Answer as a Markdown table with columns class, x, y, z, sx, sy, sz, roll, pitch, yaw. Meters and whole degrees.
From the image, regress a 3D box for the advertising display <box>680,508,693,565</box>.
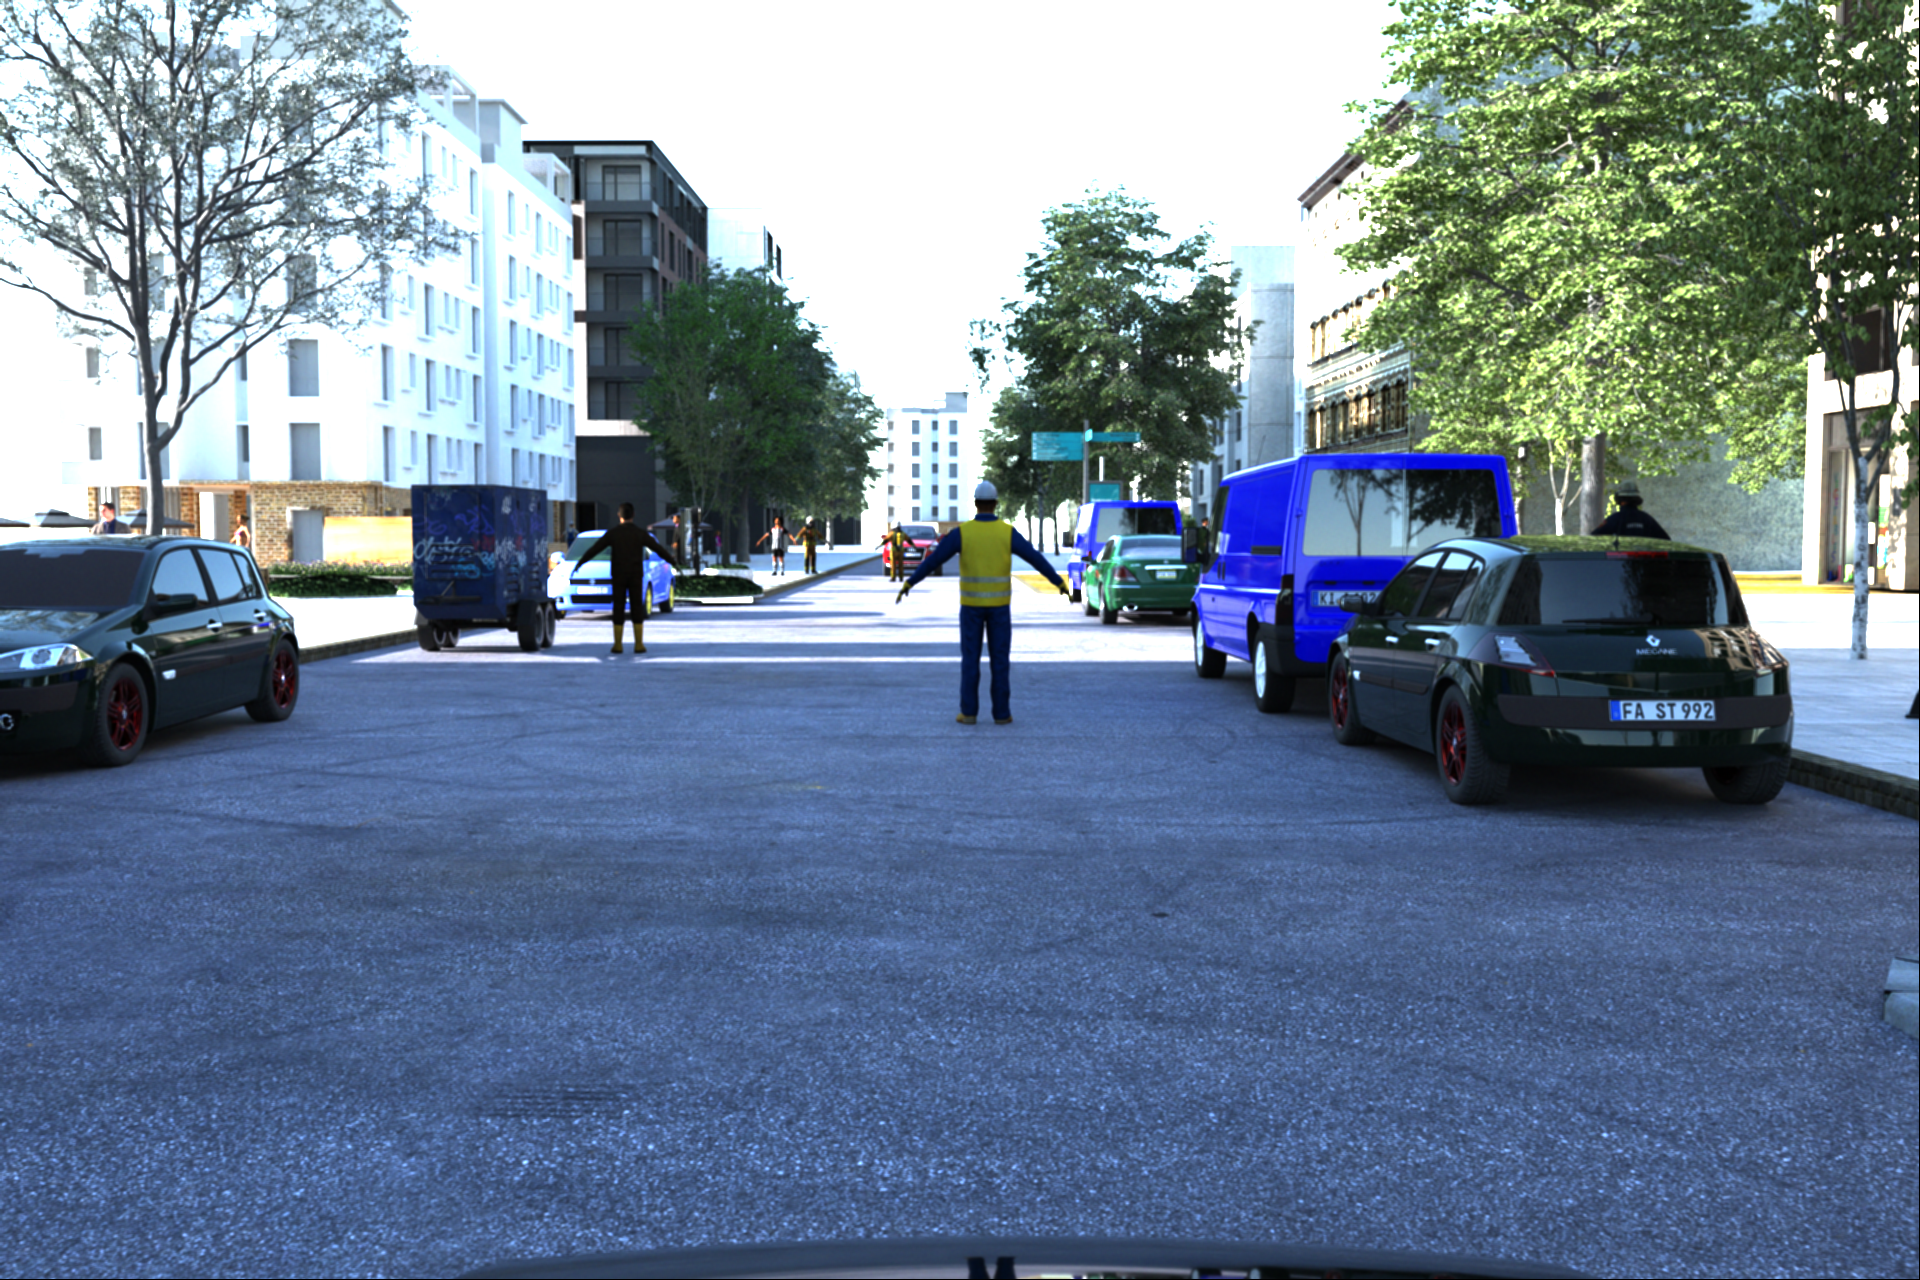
| class | x | y | z | sx | sy | sz | roll | pitch | yaw |
| --- | --- | --- | --- | --- | --- | --- | --- | --- | --- |
| advertising display | -6.806 | -2.317 | 43.104 | 0.123 | 1.923 | 0.974 | 0 | 4 | 1 |

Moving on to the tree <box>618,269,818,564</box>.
| class | x | y | z | sx | sy | sz | roll | pitch | yaw |
| --- | --- | --- | --- | --- | --- | --- | --- | --- | --- |
| tree | -9.513 | -8.777 | 69.265 | 9.928 | 11.665 | 9.643 | 0 | 3 | 0 |

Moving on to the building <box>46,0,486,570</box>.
| class | x | y | z | sx | sy | sz | roll | pitch | yaw |
| --- | --- | --- | --- | --- | --- | --- | --- | --- | --- |
| building | -25.057 | -12.474 | 60.373 | 16.016 | 20.090 | 11.380 | 0 | 3 | 0 |

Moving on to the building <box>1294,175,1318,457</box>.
| class | x | y | z | sx | sy | sz | roll | pitch | yaw |
| --- | --- | --- | --- | --- | --- | --- | --- | --- | --- |
| building | 23.209 | -14.450 | 92.672 | 16.016 | 20.090 | 11.380 | 0 | 4 | -1 |

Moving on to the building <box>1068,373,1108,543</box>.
| class | x | y | z | sx | sy | sz | roll | pitch | yaw |
| --- | --- | --- | --- | --- | --- | --- | --- | --- | --- |
| building | 21.980 | -22.181 | 193.590 | 19.493 | 23.208 | 18.063 | 0 | 3 | 0 |

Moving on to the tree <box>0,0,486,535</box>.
| class | x | y | z | sx | sy | sz | roll | pitch | yaw |
| --- | --- | --- | --- | --- | --- | --- | --- | --- | --- |
| tree | -12.275 | -7.093 | 26.343 | 12.009 | 13.543 | 11.850 | 0 | 3 | 0 |

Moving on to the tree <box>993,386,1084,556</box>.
| class | x | y | z | sx | sy | sz | roll | pitch | yaw |
| --- | --- | --- | --- | --- | --- | --- | --- | --- | --- |
| tree | 5.449 | -10.294 | 102.718 | 7.601 | 10.594 | 8.767 | -1 | 4 | -14 |

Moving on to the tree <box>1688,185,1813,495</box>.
| class | x | y | z | sx | sy | sz | roll | pitch | yaw |
| --- | --- | --- | --- | --- | --- | --- | --- | --- | --- |
| tree | 26.789 | -8.339 | 54.471 | 7.486 | 12.596 | 7.792 | 0 | 3 | 0 |

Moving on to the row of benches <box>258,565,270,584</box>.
| class | x | y | z | sx | sy | sz | roll | pitch | yaw |
| --- | --- | --- | --- | --- | --- | --- | --- | --- | --- |
| row of benches | -16.552 | -1.329 | 37.197 | 4.104 | 0.672 | 1.422 | 2 | 4 | 27 |

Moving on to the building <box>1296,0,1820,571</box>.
| class | x | y | z | sx | sy | sz | roll | pitch | yaw |
| --- | --- | --- | --- | --- | --- | --- | --- | --- | --- |
| building | 24.888 | -14.562 | 69.025 | 19.493 | 23.208 | 18.063 | 0 | 4 | -1 |

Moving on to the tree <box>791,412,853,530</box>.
| class | x | y | z | sx | sy | sz | roll | pitch | yaw |
| --- | --- | --- | --- | --- | --- | --- | --- | --- | --- |
| tree | -9.232 | -9.354 | 103.293 | 4.360 | 8.622 | 3.978 | 0 | 3 | 0 |

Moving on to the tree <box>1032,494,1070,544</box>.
| class | x | y | z | sx | sy | sz | roll | pitch | yaw |
| --- | --- | --- | --- | --- | --- | --- | --- | --- | --- |
| tree | 12.894 | -18.286 | 233.390 | 7.601 | 10.594 | 8.767 | 0 | 4 | 5 |

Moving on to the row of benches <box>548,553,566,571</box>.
| class | x | y | z | sx | sy | sz | roll | pitch | yaw |
| --- | --- | --- | --- | --- | --- | --- | --- | --- | --- |
| row of benches | -13.022 | -2.427 | 55.149 | 1.422 | 0.672 | 4.104 | -2 | 4 | -27 |

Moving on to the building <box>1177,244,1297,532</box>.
| class | x | y | z | sx | sy | sz | roll | pitch | yaw |
| --- | --- | --- | --- | --- | --- | --- | --- | --- | --- |
| building | 24.784 | -15.170 | 114.492 | 16.747 | 18.905 | 31.486 | 0 | 4 | 0 |

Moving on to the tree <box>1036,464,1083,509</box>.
| class | x | y | z | sx | sy | sz | roll | pitch | yaw |
| --- | --- | --- | --- | --- | --- | --- | --- | --- | --- |
| tree | 6.285 | -8.577 | 90.600 | 4.737 | 8.622 | 4.395 | 0 | 3 | 0 |

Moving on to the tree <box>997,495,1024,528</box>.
| class | x | y | z | sx | sy | sz | roll | pitch | yaw |
| --- | --- | --- | --- | --- | --- | --- | --- | --- | --- |
| tree | 6.914 | -16.937 | 227.275 | 4.737 | 8.622 | 4.395 | 0 | 3 | 0 |

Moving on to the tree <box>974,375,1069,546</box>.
| class | x | y | z | sx | sy | sz | roll | pitch | yaw |
| --- | --- | --- | --- | --- | --- | --- | --- | --- | --- |
| tree | 5.548 | -14.113 | 137.397 | 9.857 | 13.997 | 8.962 | 0 | 3 | 0 |

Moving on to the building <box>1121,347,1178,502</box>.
| class | x | y | z | sx | sy | sz | roll | pitch | yaw |
| --- | --- | --- | --- | --- | --- | --- | --- | --- | --- |
| building | 25.052 | -18.244 | 164.739 | 16.747 | 18.905 | 31.486 | 0 | 4 | -1 |

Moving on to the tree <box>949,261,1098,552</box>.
| class | x | y | z | sx | sy | sz | roll | pitch | yaw |
| --- | --- | --- | --- | --- | --- | --- | --- | --- | --- |
| tree | 5.460 | -16.091 | 118.973 | 12.611 | 20.169 | 13.585 | 0 | 3 | 0 |

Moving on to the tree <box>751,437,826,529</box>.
| class | x | y | z | sx | sy | sz | roll | pitch | yaw |
| --- | --- | --- | --- | --- | --- | --- | --- | --- | --- |
| tree | -9.067 | -8.314 | 86.304 | 4.737 | 8.622 | 4.395 | 0 | 3 | 0 |

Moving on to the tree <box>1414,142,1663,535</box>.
| class | x | y | z | sx | sy | sz | roll | pitch | yaw |
| --- | --- | --- | --- | --- | --- | --- | --- | --- | --- |
| tree | 16.415 | -8.034 | 49.480 | 7.486 | 12.596 | 7.792 | 0 | 3 | 0 |

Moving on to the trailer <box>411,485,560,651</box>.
| class | x | y | z | sx | sy | sz | roll | pitch | yaw |
| --- | --- | --- | --- | --- | --- | --- | --- | --- | --- |
| trailer | -5.865 | -0.840 | 20.783 | 1.471 | 1.999 | 3.904 | 0 | 4 | 0 |

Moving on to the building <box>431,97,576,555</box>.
| class | x | y | z | sx | sy | sz | roll | pitch | yaw |
| --- | --- | --- | --- | --- | --- | --- | --- | --- | --- |
| building | -24.709 | -13.462 | 76.529 | 16.016 | 20.090 | 11.380 | 0 | 4 | -1 |

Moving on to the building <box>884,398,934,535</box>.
| class | x | y | z | sx | sy | sz | roll | pitch | yaw |
| --- | --- | --- | --- | --- | --- | --- | --- | --- | --- |
| building | -9.798 | -22.888 | 233.091 | 11.380 | 20.090 | 16.016 | 0 | 4 | 1 |

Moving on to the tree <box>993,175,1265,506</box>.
| class | x | y | z | sx | sy | sz | roll | pitch | yaw |
| --- | --- | --- | --- | --- | --- | --- | --- | --- | --- |
| tree | 5.883 | -9.473 | 61.545 | 9.857 | 13.997 | 8.962 | 0 | 3 | 0 |

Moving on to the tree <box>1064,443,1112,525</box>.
| class | x | y | z | sx | sy | sz | roll | pitch | yaw |
| --- | --- | --- | --- | --- | --- | --- | --- | --- | --- |
| tree | 5.915 | -8.176 | 84.045 | 4.360 | 8.622 | 3.978 | 0 | 3 | 0 |

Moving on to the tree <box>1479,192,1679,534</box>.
| class | x | y | z | sx | sy | sz | roll | pitch | yaw |
| --- | --- | --- | --- | --- | --- | --- | --- | --- | --- |
| tree | 13.078 | -5.317 | 37.288 | 4.737 | 8.622 | 4.395 | 0 | 3 | 0 |

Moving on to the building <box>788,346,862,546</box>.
| class | x | y | z | sx | sy | sz | roll | pitch | yaw |
| --- | --- | --- | --- | --- | --- | --- | --- | --- | --- |
| building | -26.343 | -21.832 | 200.931 | 27.936 | 21.610 | 32.646 | 0 | 4 | 0 |

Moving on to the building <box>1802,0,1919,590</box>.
| class | x | y | z | sx | sy | sz | roll | pitch | yaw |
| --- | --- | --- | --- | --- | --- | --- | --- | --- | --- |
| building | 29.749 | -13.478 | 23.562 | 19.350 | 26.588 | 34.151 | 0 | 4 | 0 |

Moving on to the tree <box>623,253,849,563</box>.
| class | x | y | z | sx | sy | sz | roll | pitch | yaw |
| --- | --- | --- | --- | --- | --- | --- | --- | --- | --- |
| tree | -9.903 | -10.469 | 77.823 | 9.857 | 13.997 | 8.962 | 0 | 3 | 0 |

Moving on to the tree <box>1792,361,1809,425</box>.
| class | x | y | z | sx | sy | sz | roll | pitch | yaw |
| --- | --- | --- | --- | --- | --- | --- | --- | --- | --- |
| tree | 25.189 | -5.883 | 46.549 | 4.360 | 8.622 | 3.978 | 0 | 3 | 0 |

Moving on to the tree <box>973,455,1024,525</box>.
| class | x | y | z | sx | sy | sz | roll | pitch | yaw |
| --- | --- | --- | --- | --- | --- | --- | --- | --- | --- |
| tree | 5.386 | -19.300 | 233.687 | 7.486 | 12.596 | 7.792 | 0 | 3 | 0 |

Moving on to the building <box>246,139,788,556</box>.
| class | x | y | z | sx | sy | sz | roll | pitch | yaw |
| --- | --- | --- | --- | --- | --- | --- | --- | --- | --- |
| building | -26.265 | -16.053 | 106.443 | 27.936 | 21.610 | 32.646 | 0 | 4 | 1 |

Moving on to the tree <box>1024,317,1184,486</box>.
| class | x | y | z | sx | sy | sz | roll | pitch | yaw |
| --- | --- | --- | --- | --- | --- | --- | --- | --- | --- |
| tree | 6.228 | -8.504 | 73.454 | 8.767 | 10.594 | 7.601 | 2 | 4 | 31 |
